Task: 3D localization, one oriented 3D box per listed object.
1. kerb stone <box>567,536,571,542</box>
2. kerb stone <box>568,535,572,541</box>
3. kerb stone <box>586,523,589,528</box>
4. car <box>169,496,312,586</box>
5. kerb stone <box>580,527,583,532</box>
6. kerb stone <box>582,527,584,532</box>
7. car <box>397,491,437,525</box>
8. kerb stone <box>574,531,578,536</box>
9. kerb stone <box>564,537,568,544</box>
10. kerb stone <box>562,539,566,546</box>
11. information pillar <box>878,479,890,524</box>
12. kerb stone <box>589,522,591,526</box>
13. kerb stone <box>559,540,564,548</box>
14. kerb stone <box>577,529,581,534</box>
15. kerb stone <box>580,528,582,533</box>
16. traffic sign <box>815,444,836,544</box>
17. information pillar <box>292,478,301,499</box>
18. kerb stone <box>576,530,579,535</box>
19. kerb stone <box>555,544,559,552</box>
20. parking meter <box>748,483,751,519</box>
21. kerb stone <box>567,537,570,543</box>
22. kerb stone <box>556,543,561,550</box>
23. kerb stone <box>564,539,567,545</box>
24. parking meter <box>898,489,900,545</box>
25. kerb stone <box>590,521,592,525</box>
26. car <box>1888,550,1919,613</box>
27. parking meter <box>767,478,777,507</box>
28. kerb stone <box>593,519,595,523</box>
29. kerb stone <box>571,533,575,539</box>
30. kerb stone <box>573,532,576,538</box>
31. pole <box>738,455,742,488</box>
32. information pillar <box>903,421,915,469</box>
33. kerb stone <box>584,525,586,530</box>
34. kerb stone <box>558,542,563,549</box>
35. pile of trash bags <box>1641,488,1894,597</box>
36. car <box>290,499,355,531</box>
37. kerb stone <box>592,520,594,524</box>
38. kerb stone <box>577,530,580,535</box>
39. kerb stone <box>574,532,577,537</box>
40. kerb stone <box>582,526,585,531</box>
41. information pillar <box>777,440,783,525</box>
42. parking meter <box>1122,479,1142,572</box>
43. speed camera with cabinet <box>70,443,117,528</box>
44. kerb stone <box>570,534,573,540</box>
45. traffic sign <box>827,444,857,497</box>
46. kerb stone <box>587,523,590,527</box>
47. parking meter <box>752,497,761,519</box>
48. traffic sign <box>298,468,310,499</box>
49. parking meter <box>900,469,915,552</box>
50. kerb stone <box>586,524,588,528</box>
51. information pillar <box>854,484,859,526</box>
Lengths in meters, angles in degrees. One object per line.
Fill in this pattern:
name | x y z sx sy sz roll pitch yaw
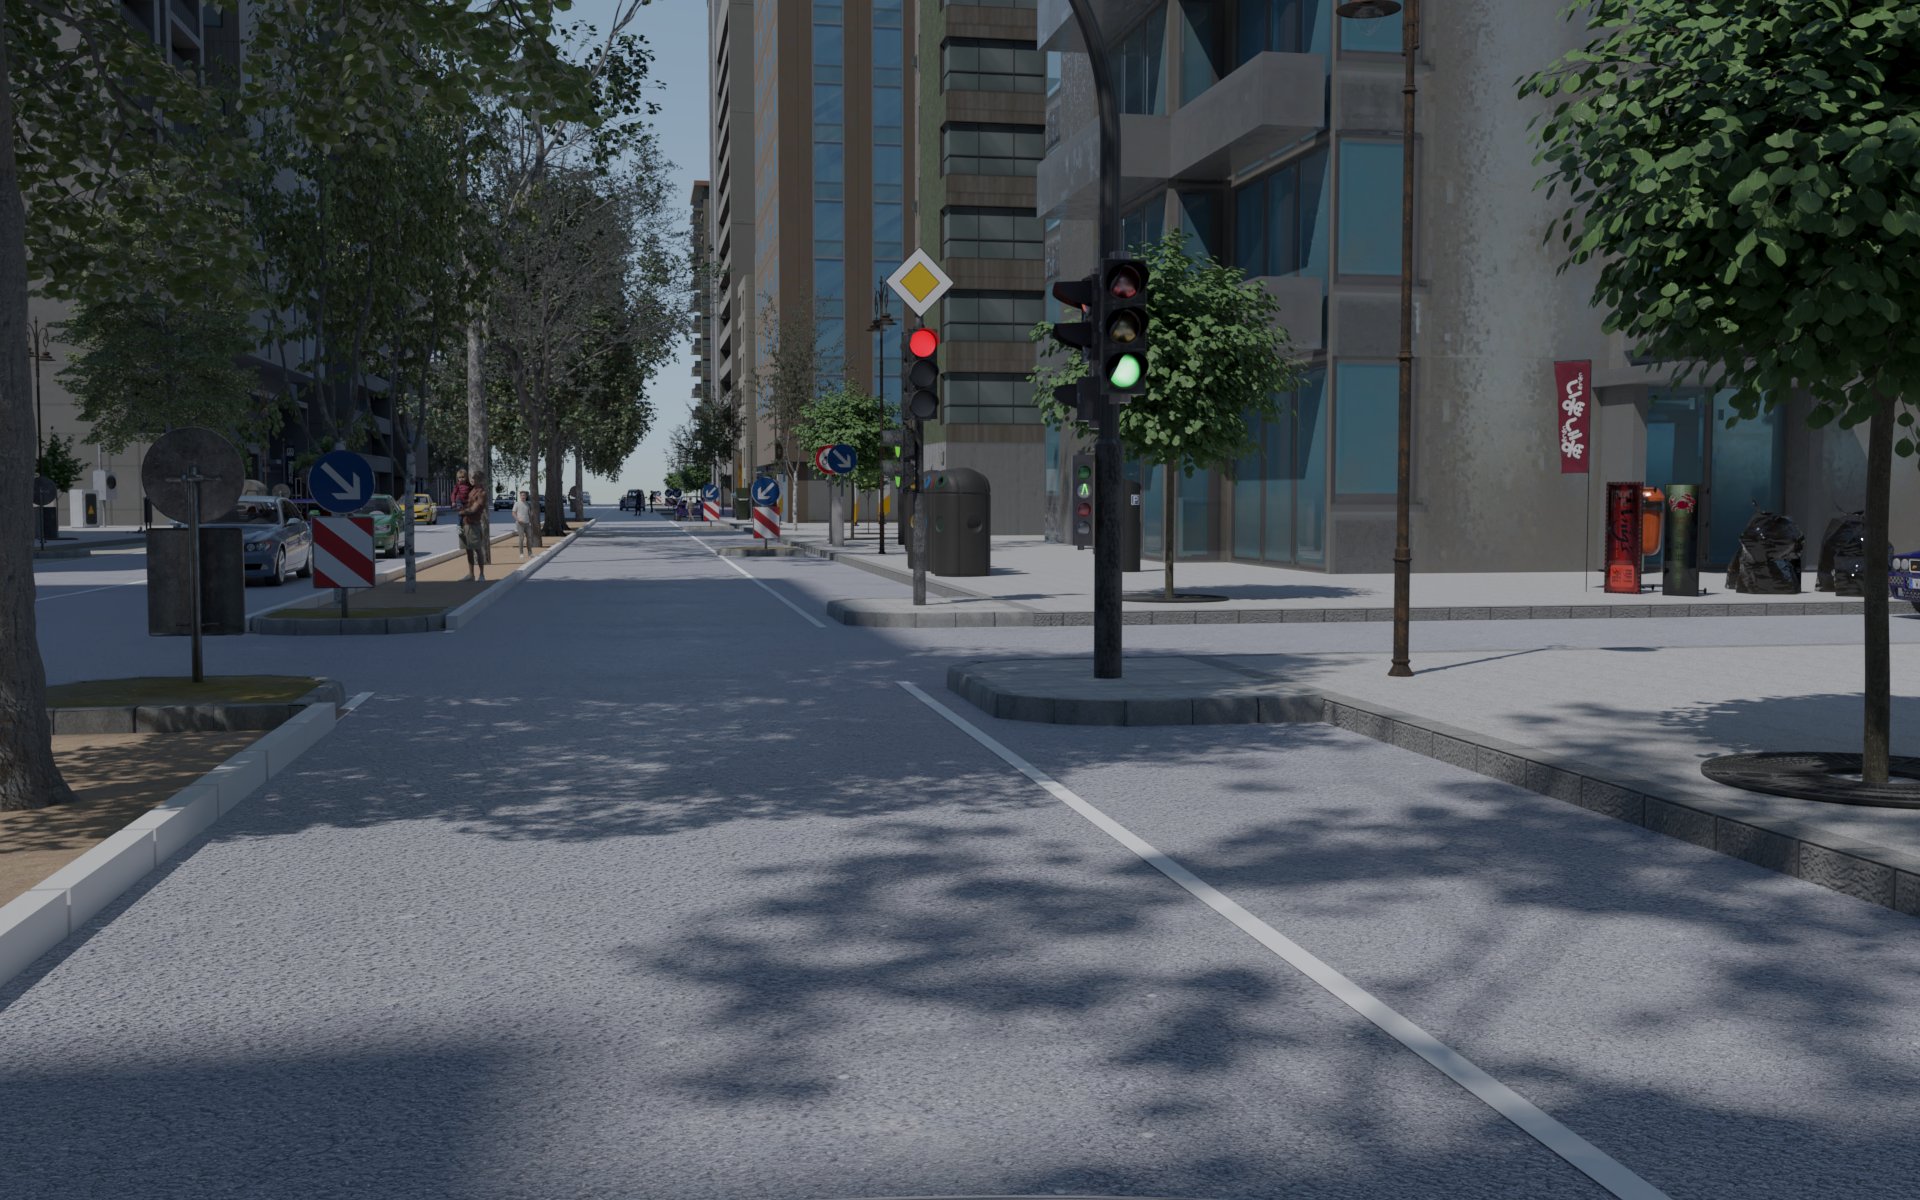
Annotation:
kerb stone | -11.372 -1.698 49.954 0.120 0.150 1.000 -1 4 -11
kerb stone | -11.561 -1.760 50.967 0.120 0.150 1.000 -1 4 -11
kerb stone | -15.196 -2.925 70.111 0.120 0.150 1.000 -1 4 -11
car | -11.733 -0.999 28.331 2.014 1.417 4.499 -1 4 -11
kerb stone | -13.664 -2.437 62.033 0.120 0.150 1.000 -1 4 -11
kerb stone | -13.856 -2.499 63.046 0.120 0.150 1.000 -1 4 -11
car | -25.217 -4.274 80.108 2.015 1.641 3.980 -1 4 -12
kerb stone | -12.522 -2.067 55.997 0.120 0.150 1.000 -1 4 -11
kerb stone | -10.987 -1.574 47.934 0.120 0.150 1.000 -1 4 -11
kerb stone | -10.595 -1.451 45.925 0.120 0.150 1.000 -1 4 -11
information pillar | -3.216 -5.011 73.278 0.504 3.616 0.183 -2 4 -28
kerb stone | -15.766 -3.115 73.124 0.120 0.150 1.000 -1 4 -11
kerb stone | -10.410 -1.389 44.910 0.120 0.150 1.000 -1 4 -11
kerb stone | -13.086 -2.252 59.021 0.120 0.150 1.000 -1 4 -11
kerb stone | -13.473 -2.373 61.028 0.120 0.150 1.000 -1 4 -11
traffic sign | -3.318 -2.705 44.331 0.768 2.556 0.104 0 4 -2
information pillar | -30.604 -4.613 79.916 0.304 2.012 0.304 2 4 31
kerb stone | -12.709 -2.129 57.004 0.120 0.150 1.000 -1 4 -11
kerb stone | -9.836 -1.204 41.881 0.120 0.150 1.000 -1 4 -11
parking meter | -10.886 -5.185 90.493 0.255 1.863 0.399 2 4 24
kerb stone | -11.180 -1.636 48.938 0.120 0.150 1.000 -1 4 -11
kerb stone | -10.036 -1.265 42.886 0.120 0.150 1.000 -1 4 -11
kerb stone | -10.800 -1.510 46.927 0.120 0.150 1.000 -1 4 -11
parking meter | -1.351 -2.317 43.602 0.399 1.863 0.255 1 4 12
kerb stone | -16.151 -3.238 75.133 0.120 0.150 1.000 -1 4 -11
car | 12.680 -0.431 19.626 3.894 1.354 1.945 -1 4 -10
parking meter | -6.901 -3.524 63.327 0.399 1.863 0.255 0 4 4
kerb stone | -17.299 -3.608 81.187 0.120 0.150 1.000 -1 4 -11
kerb stone | -11.947 -1.883 52.979 0.120 0.150 1.000 -1 4 -11
kerb stone | -12.137 -1.944 53.985 0.120 0.150 1.000 -1 4 -11
pole | -11.459 -5.903 90.354 0.158 3.312 0.155 0 3 0
information pillar | -1.598 -3.894 55.018 0.504 3.616 0.183 0 4 5
kerb stone | -14.430 -2.684 66.074 0.120 0.150 1.000 -1 4 -11
kerb stone | -10.221 -1.323 43.899 0.120 0.150 1.000 -1 4 -11
pile of trash bags | 10.516 -0.805 22.921 3.447 1.369 1.912 2 4 33
car | -13.236 -1.370 34.985 1.945 1.354 3.894 -1 4 -9
kerb stone | -16.726 -3.418 78.170 0.120 0.150 1.000 -1 4 -11
kerb stone | -12.898 -2.190 58.010 0.120 0.150 1.000 -1 4 -11
kerb stone | -12.329 -2.003 54.989 0.120 0.150 1.000 -1 4 -11
kerb stone | -14.047 -2.558 64.061 0.120 0.150 1.000 -1 4 -11
information pillar | -7.538 -4.950 72.287 0.183 3.616 0.504 1 4 22
parking meter | 2.789 -1.229 28.500 0.372 1.533 0.369 0 3 0
speed camera with cabinet | -33.144 -4.399 66.253 0.660 3.252 2.038 1 4 10
kerb stone | -11.755 -1.818 51.971 0.120 0.150 1.000 -1 4 -11
traffic sign | -2.982 -2.678 43.883 0.768 2.556 0.104 0 4 -2
kerb stone | -15.381 -2.992 71.116 0.120 0.150 1.000 -1 4 -11
parking meter | -9.256 -4.501 79.307 0.255 1.863 0.399 0 4 2
traffic sign | -31.492 -5.102 83.521 0.768 2.556 0.104 -1 4 -10
parking meter | -1.046 -2.007 38.532 0.399 1.863 0.255 1 4 16
kerb stone | -15.011 -2.860 69.095 0.120 0.150 1.000 -1 4 -11
information pillar | -4.146 -4.766 69.282 0.183 3.616 0.504 1 4 13
